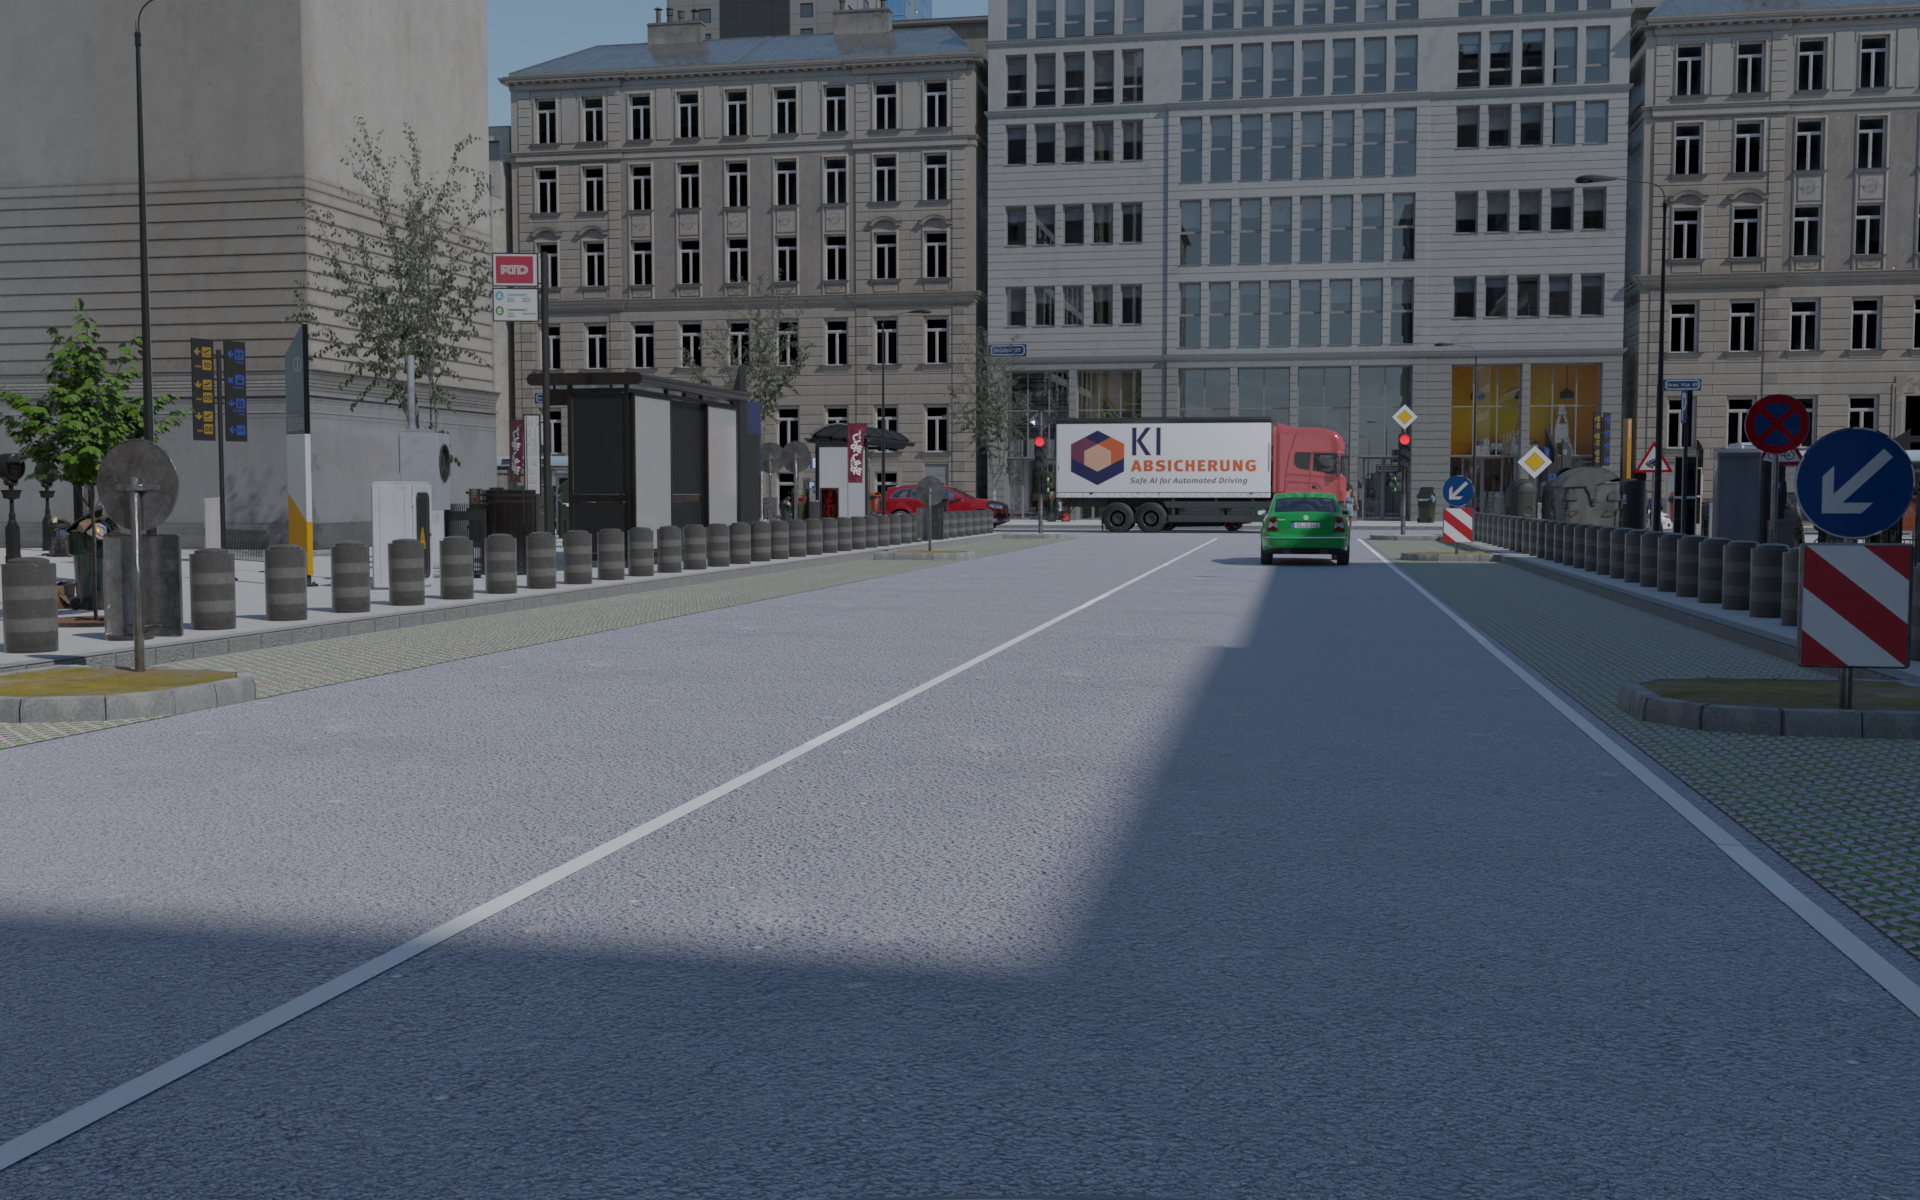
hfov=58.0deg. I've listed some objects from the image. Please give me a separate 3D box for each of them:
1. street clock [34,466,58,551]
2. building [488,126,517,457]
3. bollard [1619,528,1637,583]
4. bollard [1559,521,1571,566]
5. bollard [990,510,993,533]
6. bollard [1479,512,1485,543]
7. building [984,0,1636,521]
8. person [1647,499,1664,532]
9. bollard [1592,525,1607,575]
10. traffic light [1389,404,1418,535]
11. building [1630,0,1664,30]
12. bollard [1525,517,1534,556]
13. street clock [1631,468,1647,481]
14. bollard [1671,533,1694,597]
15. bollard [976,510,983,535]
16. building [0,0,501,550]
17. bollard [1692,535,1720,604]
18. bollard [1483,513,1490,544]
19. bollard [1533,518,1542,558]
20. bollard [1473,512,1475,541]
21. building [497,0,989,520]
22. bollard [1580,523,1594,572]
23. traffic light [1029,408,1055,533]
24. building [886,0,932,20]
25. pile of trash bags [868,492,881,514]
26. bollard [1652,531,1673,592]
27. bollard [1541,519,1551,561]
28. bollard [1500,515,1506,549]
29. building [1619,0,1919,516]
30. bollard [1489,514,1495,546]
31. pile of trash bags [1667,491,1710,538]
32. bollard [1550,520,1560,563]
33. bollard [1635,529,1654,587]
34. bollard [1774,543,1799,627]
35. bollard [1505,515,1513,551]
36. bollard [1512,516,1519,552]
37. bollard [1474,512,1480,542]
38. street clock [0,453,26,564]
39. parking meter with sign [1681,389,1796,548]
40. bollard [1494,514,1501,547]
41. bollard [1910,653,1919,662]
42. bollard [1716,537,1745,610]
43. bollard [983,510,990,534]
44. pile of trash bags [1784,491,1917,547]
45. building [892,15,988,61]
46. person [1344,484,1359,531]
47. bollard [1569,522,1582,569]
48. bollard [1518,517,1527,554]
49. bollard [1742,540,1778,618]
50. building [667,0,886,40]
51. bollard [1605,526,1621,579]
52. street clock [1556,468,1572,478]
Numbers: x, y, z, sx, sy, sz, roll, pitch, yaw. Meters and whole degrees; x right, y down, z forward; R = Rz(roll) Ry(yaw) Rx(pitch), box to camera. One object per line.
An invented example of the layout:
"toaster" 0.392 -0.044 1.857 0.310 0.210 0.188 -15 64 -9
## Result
"street clock" -20.551 -2.106 39.004 0.358 2.002 0.471 1 4 17
"building" -30.949 -14.693 94.975 16.860 20.320 10.420 1 4 11
"bollard" 9.875 -0.639 25.170 0.404 0.777 0.398 0 3 0
"bollard" 11.049 -1.002 31.099 0.404 0.777 0.398 0 3 0
"bollard" 0.886 -2.568 56.698 0.404 0.777 0.398 0 3 0
"bollard" 13.871 -1.871 45.305 0.404 0.777 0.398 0 3 0
"building" 16.849 -18.913 86.728 29.804 29.767 11.434 1 4 11
"person" 23.101 -2.826 57.405 0.574 1.496 0.600 2 4 35
"bollard" 10.345 -0.785 27.545 0.404 0.777 0.398 0 3 0
"traffic light" 13.897 -3.999 54.301 0.839 4.253 0.868 1 4 11
"building" 61.642 -34.402 151.709 28.713 52.752 27.495 1 4 11
"bollard" 11.991 -1.292 35.840 0.404 0.777 0.398 0 3 0
"street clock" 19.100 -2.712 48.915 0.471 2.002 0.358 0 4 4
"bollard" 9.170 -0.423 21.633 0.404 0.777 0.398 0 3 0
"bollard" 0.423 -2.423 54.327 0.404 0.777 0.398 0 3 0
"building" -22.584 -11.992 45.219 18.267 20.994 9.793 1 4 11
"bollard" 8.935 -0.350 20.442 0.404 0.777 0.398 0 3 0
"bollard" 13.631 -1.798 44.107 0.404 0.777 0.398 0 3 0
"bollard" 11.757 -1.220 34.661 0.404 0.777 0.398 0 3 0
"bollard" 14.345 -2.017 47.694 0.404 0.777 0.398 0 3 0
"building" -10.069 -18.038 92.193 25.104 27.353 12.463 1 4 11
"bollard" 10.579 -0.857 28.726 0.404 0.777 0.398 0 3 0
"traffic light" 2.651 -4.134 56.509 0.839 4.253 0.868 1 4 11
"building" -16.493 -57.898 259.303 31.000 86.520 22.319 1 4 11
"pile of trash bags" -4.894 -4.251 79.264 1.912 1.369 3.447 3 5 42
"bollard" 9.404 -0.495 22.812 0.404 0.777 0.398 0 3 0
"bollard" 11.524 -1.148 33.481 0.404 0.777 0.398 0 3 0
"bollard" 12.933 -1.581 40.564 0.404 0.777 0.398 0 3 0
"building" 43.783 -17.384 81.491 25.104 27.353 12.463 1 4 11
"bollard" 13.398 -1.725 42.925 0.404 0.777 0.398 0 3 0
"pile of trash bags" 21.529 -2.470 50.132 3.447 1.369 1.912 -3 5 -39
"bollard" 11.291 -1.076 32.302 0.404 0.777 0.398 0 3 0
"bollard" 9.639 -0.567 23.990 0.404 0.777 0.398 0 3 0
"bollard" 8.227 -0.132 16.870 0.404 0.777 0.398 0 3 0
"bollard" 12.694 -1.508 39.377 0.404 0.777 0.398 0 3 0
"bollard" 12.460 -1.436 38.199 0.404 0.777 0.398 0 3 0
"bollard" 14.106 -1.943 46.489 0.404 0.777 0.398 0 3 0
"street clock" -16.904 -1.609 30.876 0.358 2.002 0.471 1 4 13
"parking meter with sign" 12.983 -1.997 28.913 1.738 3.016 0.543 1 4 13
"bollard" 13.165 -1.653 41.746 0.404 0.777 0.398 0 3 0
"bollard" 7.521 0.085 13.323 0.404 0.777 0.398 0 3 0
"bollard" 8.698 -0.278 19.255 0.404 0.777 0.398 0 3 0
"bollard" 0.657 -2.495 55.517 0.404 0.777 0.398 0 3 0
"pile of trash bags" 20.271 -1.835 39.762 3.447 1.369 1.912 3 5 41
"building" 2.333 -36.917 192.838 27.495 52.752 28.713 1 4 11
"person" 14.950 -3.530 66.316 0.616 1.811 0.778 1 4 17
"bollard" 10.815 -0.930 29.916 0.404 0.777 0.398 0 3 0
"bollard" 12.225 -1.364 37.018 0.404 0.777 0.398 0 3 0
"bollard" 8.461 -0.205 18.064 0.404 0.777 0.398 0 3 0
"building" -20.465 -46.648 200.950 20.611 71.187 20.563 1 4 11
"bollard" 10.108 -0.712 26.350 0.404 0.777 0.398 0 3 0
"street clock" 16.552 -2.616 47.338 0.471 2.002 0.358 0 4 2
